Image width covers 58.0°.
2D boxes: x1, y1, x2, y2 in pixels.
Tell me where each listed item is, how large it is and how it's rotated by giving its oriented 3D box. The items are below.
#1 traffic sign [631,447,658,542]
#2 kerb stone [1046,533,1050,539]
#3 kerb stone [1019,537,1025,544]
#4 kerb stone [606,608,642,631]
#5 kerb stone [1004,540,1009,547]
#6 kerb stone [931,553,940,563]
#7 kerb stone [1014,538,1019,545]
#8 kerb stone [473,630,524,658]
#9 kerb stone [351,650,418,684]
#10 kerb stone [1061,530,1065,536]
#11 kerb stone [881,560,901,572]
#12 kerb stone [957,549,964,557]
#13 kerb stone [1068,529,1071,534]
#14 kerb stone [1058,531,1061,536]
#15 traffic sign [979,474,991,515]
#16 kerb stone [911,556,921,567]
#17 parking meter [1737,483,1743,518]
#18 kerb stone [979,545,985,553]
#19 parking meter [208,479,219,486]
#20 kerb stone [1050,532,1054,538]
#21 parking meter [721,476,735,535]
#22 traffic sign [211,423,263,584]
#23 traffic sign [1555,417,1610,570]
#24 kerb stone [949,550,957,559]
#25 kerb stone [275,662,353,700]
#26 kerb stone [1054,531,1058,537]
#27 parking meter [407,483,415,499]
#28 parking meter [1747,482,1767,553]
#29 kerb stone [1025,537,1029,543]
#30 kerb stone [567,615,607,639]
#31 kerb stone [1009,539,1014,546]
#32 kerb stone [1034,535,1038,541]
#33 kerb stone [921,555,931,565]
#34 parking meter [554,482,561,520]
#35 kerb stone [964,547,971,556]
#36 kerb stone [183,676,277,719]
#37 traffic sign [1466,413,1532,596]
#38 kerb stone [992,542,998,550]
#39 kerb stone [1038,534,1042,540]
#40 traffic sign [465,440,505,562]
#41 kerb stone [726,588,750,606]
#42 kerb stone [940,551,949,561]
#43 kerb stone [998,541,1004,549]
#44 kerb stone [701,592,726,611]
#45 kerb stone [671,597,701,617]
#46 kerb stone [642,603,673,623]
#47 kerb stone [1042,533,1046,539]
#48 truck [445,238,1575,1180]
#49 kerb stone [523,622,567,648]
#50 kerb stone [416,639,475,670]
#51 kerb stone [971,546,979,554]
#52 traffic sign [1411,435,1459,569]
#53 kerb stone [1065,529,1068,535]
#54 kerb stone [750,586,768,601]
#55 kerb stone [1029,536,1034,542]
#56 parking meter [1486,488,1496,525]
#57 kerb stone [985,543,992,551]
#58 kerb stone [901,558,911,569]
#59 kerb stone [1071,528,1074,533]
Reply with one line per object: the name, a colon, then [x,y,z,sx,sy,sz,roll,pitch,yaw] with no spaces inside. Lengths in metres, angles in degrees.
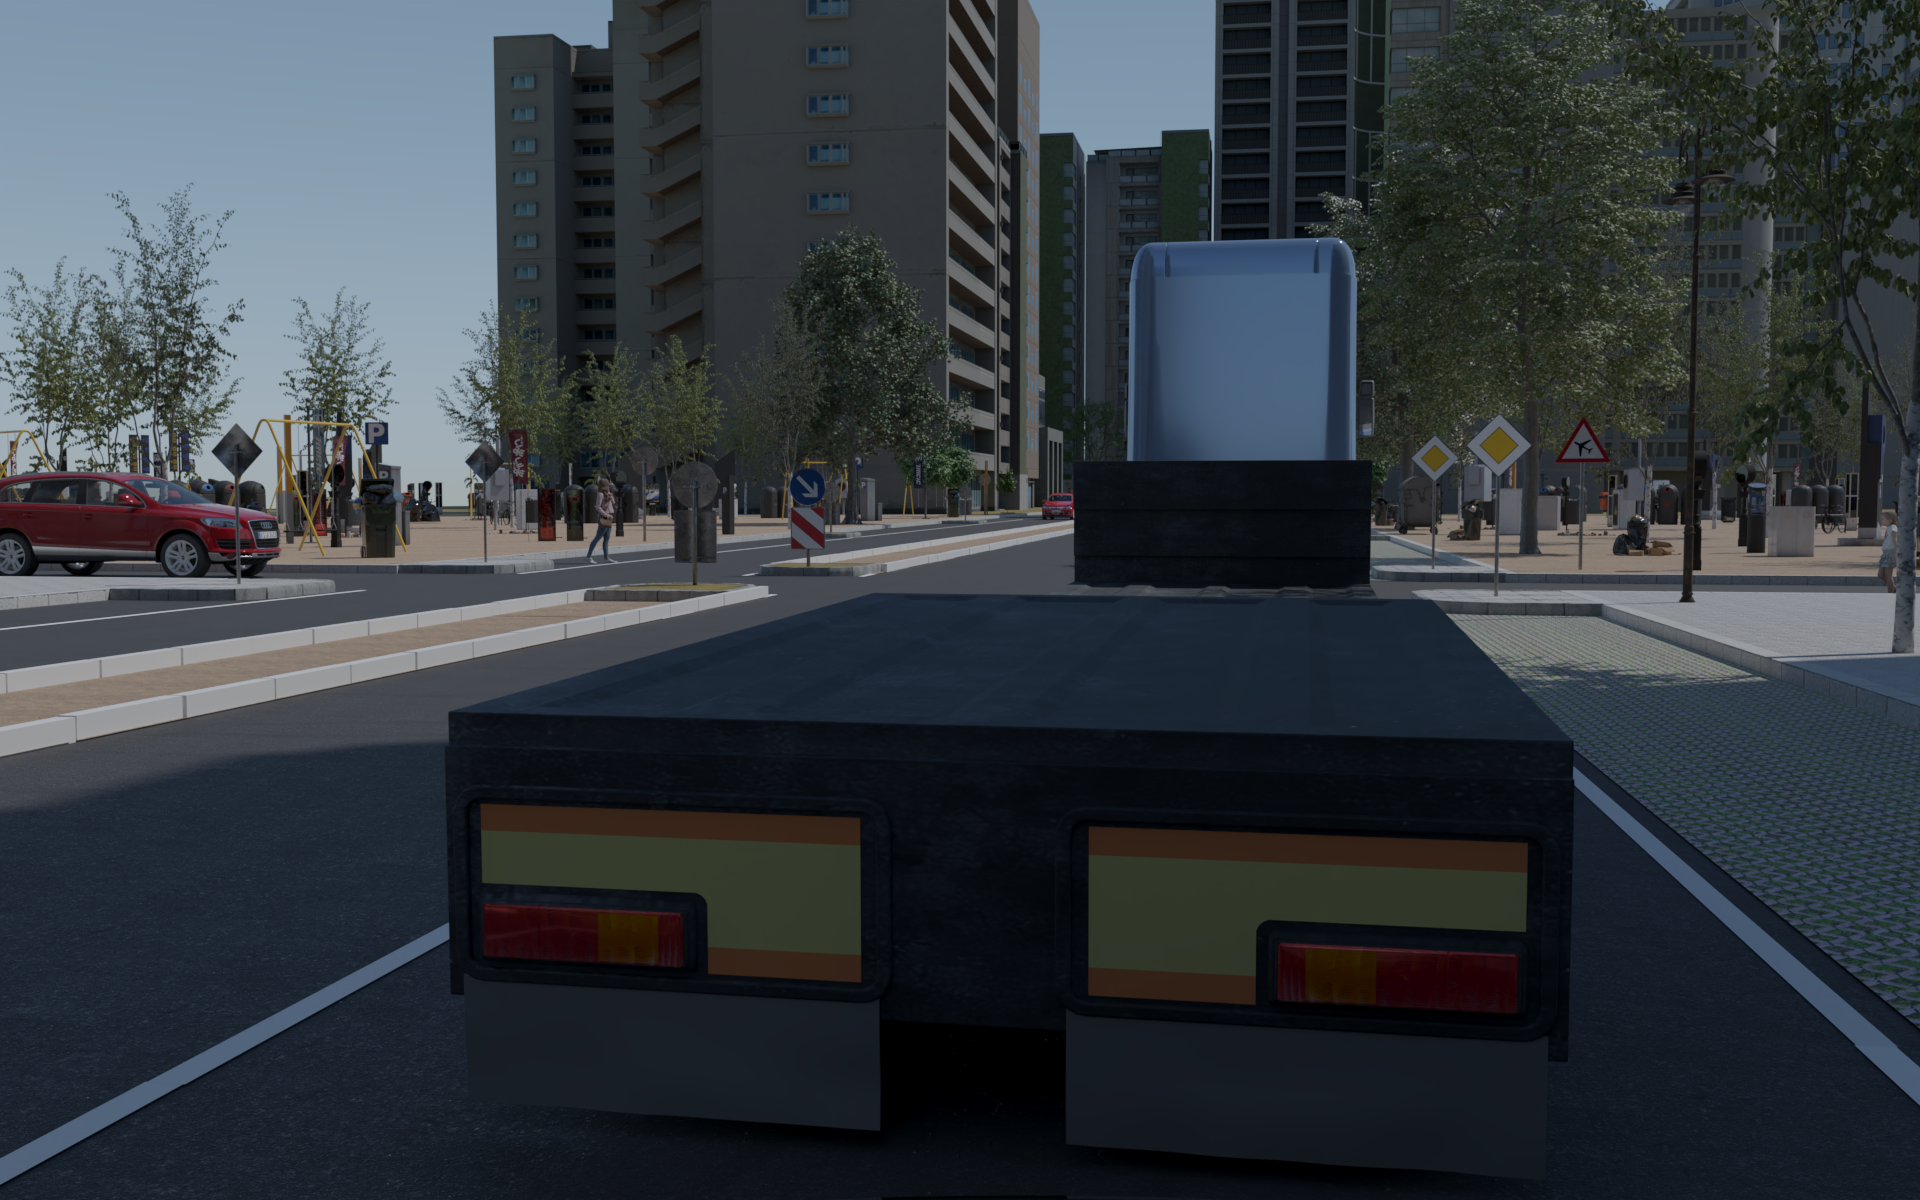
traffic sign: [-8.525,-2.853,46.754,0.768,2.556,0.104,1,4,11]
kerb stone: [2.698,-2.039,55.533,0.120,0.150,1.000,1,4,10]
kerb stone: [1.648,-1.668,49.467,0.120,0.150,1.000,1,4,10]
kerb stone: [-3.683,0.219,18.613,0.120,0.150,1.000,1,4,10]
kerb stone: [1.120,-1.482,46.433,0.120,0.150,1.000,1,4,10]
kerb stone: [-0.620,-0.864,36.328,0.120,0.150,1.000,1,4,10]
kerb stone: [1.462,-1.606,48.451,0.120,0.150,1.000,1,4,10]
kerb stone: [-4.208,0.408,15.577,0.120,0.150,1.000,1,4,10]
kerb stone: [-4.560,0.532,13.557,0.120,0.150,1.000,1,4,10]
kerb stone: [3.400,-2.287,59.586,0.120,0.150,1.000,1,4,10]
kerb stone: [-1.315,-0.617,32.287,0.120,0.150,1.000,1,4,10]
kerb stone: [-0.107,-1.050,39.365,0.120,0.150,1.000,1,4,10]
kerb stone: [3.736,-2.410,61.603,0.120,0.150,1.000,1,4,10]
kerb stone: [3.222,-2.223,58.580,0.120,0.150,1.000,1,4,10]
traffic sign: [1.524,-6.559,107.347,0.768,2.556,0.104,1,4,17]
kerb stone: [-0.972,-0.741,34.314,0.120,0.150,1.000,1,4,10]
parking meter: [41.898,-5.333,92.899,0.399,1.863,0.255,-2,4,-31]
kerb stone: [0.424,-1.236,42.400,0.120,0.150,1.000,1,4,10]
parking meter: [-27.985,-3.629,65.041,0.399,1.863,0.255,1,4,16]
kerb stone: [2.865,-2.101,56.542,0.120,0.150,1.000,1,4,10]
parking meter: [-7.332,-2.997,54.712,0.399,1.863,0.255,3,5,45]
traffic sign: [-10.268,-1.282,24.608,0.795,2.450,0.064,1,4,10]
traffic sign: [10.505,-1.790,29.266,0.884,2.594,0.081,1,4,12]
kerb stone: [-0.269,-0.988,38.347,0.120,0.150,1.000,1,4,10]
kerb stone: [-4.731,0.590,12.550,0.120,0.150,1.000,1,4,10]
kerb stone: [3.040,-2.163,57.560,0.120,0.150,1.000,1,4,10]
parking meter: [-29.156,-5.278,92.003,0.255,1.863,0.399,1,4,10]
parking meter: [17.356,-1.793,37.721,0.372,1.533,0.369,0,3,0]
kerb stone: [1.819,-1.730,50.488,0.120,0.150,1.000,1,4,10]
kerb stone: [-3.855,0.281,17.599,0.120,0.150,1.000,1,4,10]
kerb stone: [1.294,-1.544,47.442,0.120,0.150,1.000,1,4,10]
kerb stone: [2.173,-1.854,52.506,0.120,0.150,1.000,1,4,10]
kerb stone: [-0.802,-0.803,35.322,0.120,0.150,1.000,1,4,10]
parking meter: [-19.750,-4.850,85.012,0.255,1.863,0.399,-2,4,-27]
kerb stone: [0.068,-1.107,40.375,0.120,0.150,1.000,1,4,10]
kerb stone: [-4.901,0.652,11.539,0.120,0.150,1.000,1,4,10]
traffic sign: [6.722,-1.102,21.665,0.795,2.450,0.064,1,4,10]
kerb stone: [0.782,-1.359,44.416,0.120,0.150,1.000,1,4,10]
kerb stone: [2.347,-1.913,53.519,0.120,0.150,1.000,1,4,10]
traffic sign: [-8.909,-1.764,32.477,0.795,2.450,0.064,1,4,10]
kerb stone: [-2.985,-0.028,22.651,0.120,0.150,1.000,1,4,10]
kerb stone: [-0.441,-0.918,37.339,0.120,0.150,1.000,1,4,10]
kerb stone: [0.951,-1.419,45.424,0.120,0.150,1.000,1,4,10]
kerb stone: [-3.162,0.034,21.638,0.120,0.150,1.000,1,4,10]
kerb stone: [-3.334,0.096,20.631,0.120,0.150,1.000,1,4,10]
kerb stone: [-3.508,0.158,19.624,0.120,0.150,1.000,1,4,10]
kerb stone: [2.519,-1.976,54.527,0.120,0.150,1.000,1,4,10]
truck: [1.848,-1.406,12.746,2.967,4.110,18.799,1,4,11]
kerb stone: [-4.043,0.343,16.586,0.120,0.150,1.000,1,4,10]
kerb stone: [-4.380,0.466,14.569,0.120,0.150,1.000,1,4,10]
kerb stone: [0.254,-1.174,41.390,0.120,0.150,1.000,1,4,10]
traffic sign: [8.081,-1.584,29.534,0.795,2.450,0.064,1,4,10]
kerb stone: [3.570,-2.340,60.595,0.120,0.150,1.000,1,4,10]
kerb stone: [-2.817,-0.088,23.659,0.120,0.150,1.000,1,4,10]
kerb stone: [1.991,-1.789,51.495,0.120,0.150,1.000,1,4,10]
parking meter: [21.856,-3.846,71.297,0.372,1.533,0.369,0,3,0]
kerb stone: [0.597,-1.292,43.407,0.120,0.150,1.000,1,4,10]
kerb stone: [-1.144,-0.676,33.295,0.120,0.150,1.000,1,4,10]
kerb stone: [3.917,-2.473,62.626,0.120,0.150,1.000,1,4,10]
